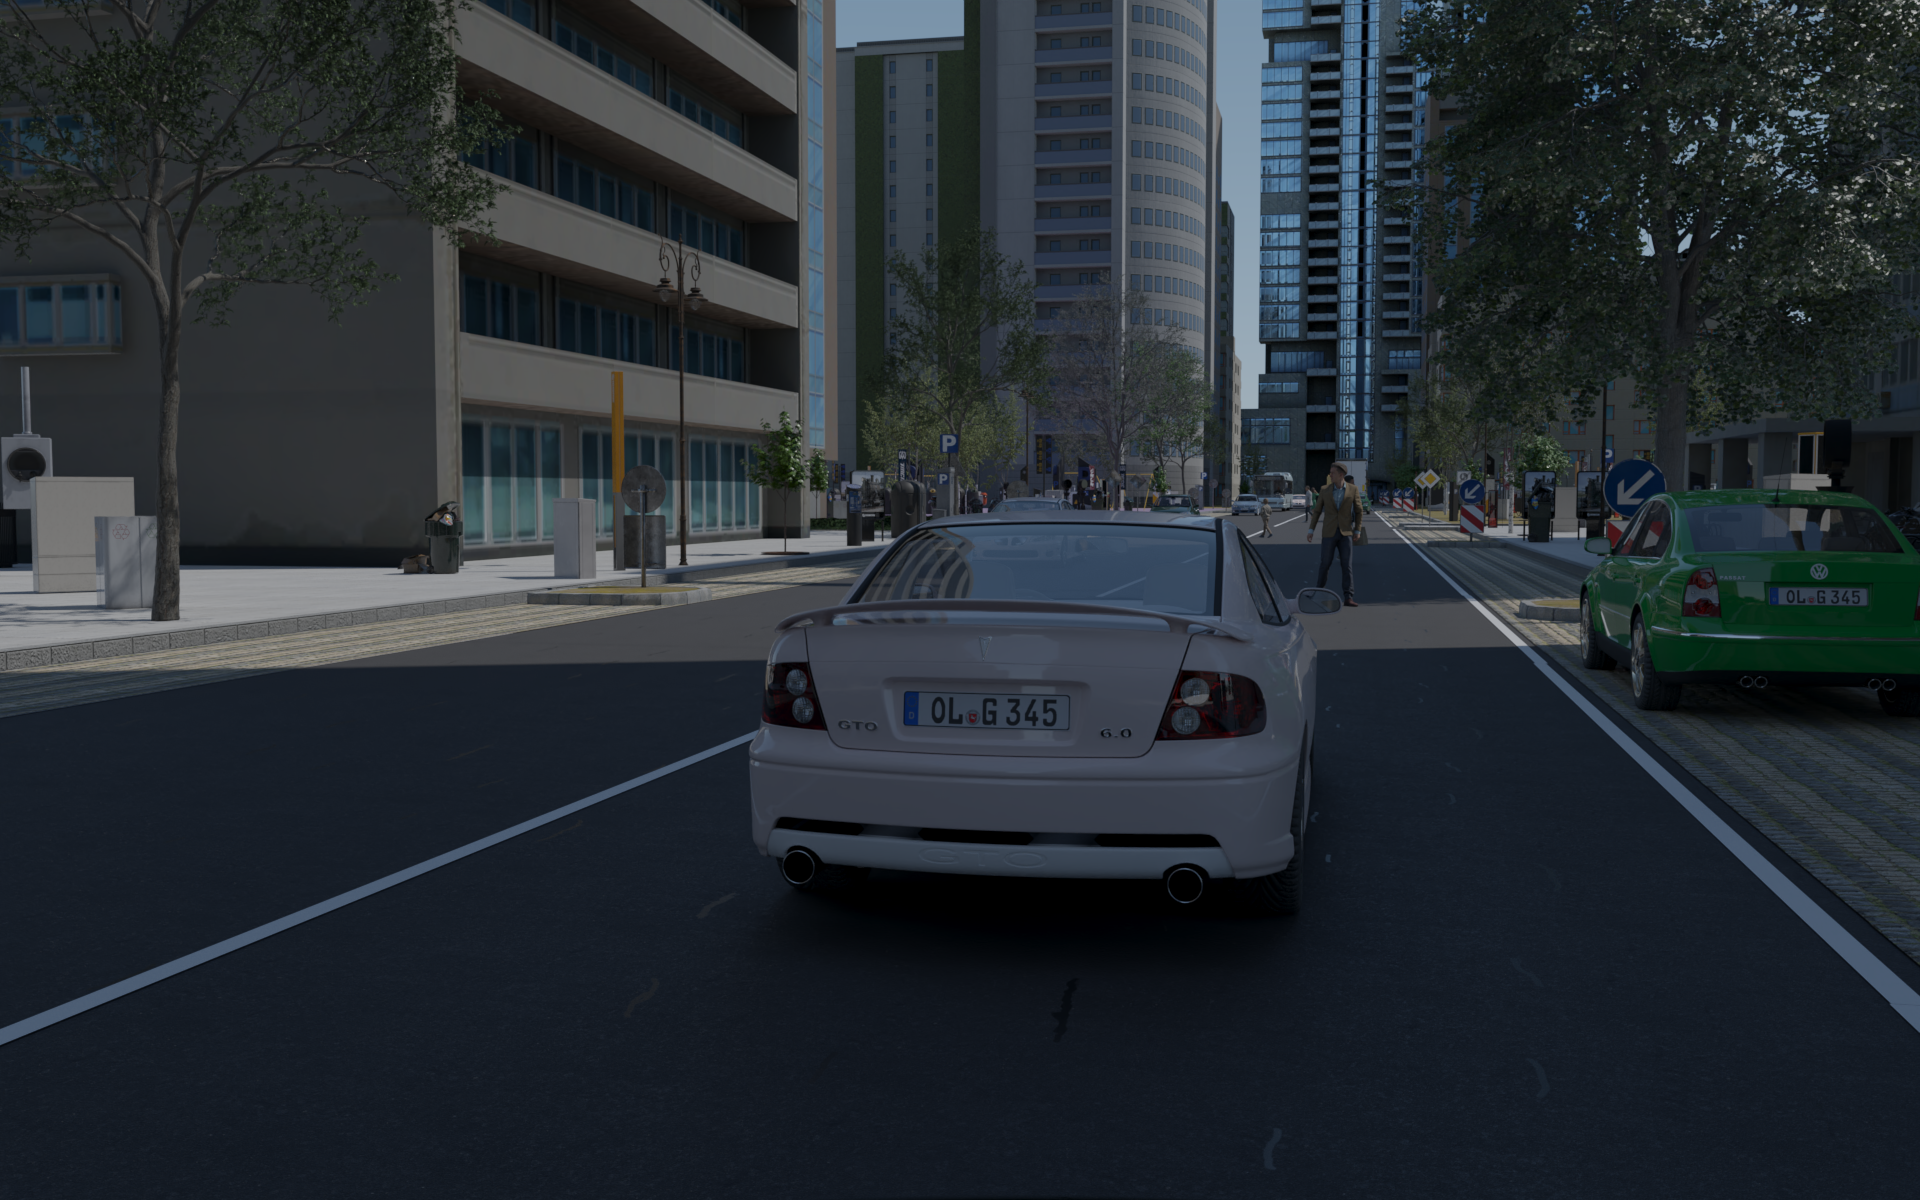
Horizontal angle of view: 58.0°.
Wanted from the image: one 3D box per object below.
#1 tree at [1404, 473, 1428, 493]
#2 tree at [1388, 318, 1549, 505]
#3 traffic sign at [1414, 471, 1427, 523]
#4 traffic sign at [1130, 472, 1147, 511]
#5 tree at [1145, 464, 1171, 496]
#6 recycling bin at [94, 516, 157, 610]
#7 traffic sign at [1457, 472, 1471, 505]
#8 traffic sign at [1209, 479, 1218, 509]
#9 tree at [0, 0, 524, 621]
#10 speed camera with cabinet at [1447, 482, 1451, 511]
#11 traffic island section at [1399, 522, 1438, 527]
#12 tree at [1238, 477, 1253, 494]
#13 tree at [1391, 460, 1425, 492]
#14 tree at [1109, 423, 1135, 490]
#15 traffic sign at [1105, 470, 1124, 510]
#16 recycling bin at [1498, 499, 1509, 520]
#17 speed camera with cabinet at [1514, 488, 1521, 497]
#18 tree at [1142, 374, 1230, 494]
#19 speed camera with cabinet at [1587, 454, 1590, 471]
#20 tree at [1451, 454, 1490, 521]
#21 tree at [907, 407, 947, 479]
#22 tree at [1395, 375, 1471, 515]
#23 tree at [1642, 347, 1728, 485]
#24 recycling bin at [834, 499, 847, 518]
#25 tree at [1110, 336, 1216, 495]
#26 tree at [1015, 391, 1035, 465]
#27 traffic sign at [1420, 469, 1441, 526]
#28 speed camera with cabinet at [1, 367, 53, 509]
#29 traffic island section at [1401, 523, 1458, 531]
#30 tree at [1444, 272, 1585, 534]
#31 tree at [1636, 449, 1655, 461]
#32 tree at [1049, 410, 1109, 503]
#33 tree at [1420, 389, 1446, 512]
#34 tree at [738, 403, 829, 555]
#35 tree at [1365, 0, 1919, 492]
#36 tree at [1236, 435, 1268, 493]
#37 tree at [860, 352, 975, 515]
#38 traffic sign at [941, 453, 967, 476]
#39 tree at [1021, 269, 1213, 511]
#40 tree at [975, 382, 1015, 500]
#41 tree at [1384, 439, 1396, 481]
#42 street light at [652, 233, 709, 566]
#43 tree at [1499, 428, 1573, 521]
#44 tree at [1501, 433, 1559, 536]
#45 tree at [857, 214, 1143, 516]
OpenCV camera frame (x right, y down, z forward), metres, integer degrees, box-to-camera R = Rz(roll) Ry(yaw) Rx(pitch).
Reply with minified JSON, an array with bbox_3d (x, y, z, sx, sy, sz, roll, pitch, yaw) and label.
[{"bbox_3d":[41.445,-9.951,157.299,1.663,3.219,1.824,0,3,0],"label":"tree"},{"bbox_3d":[27.134,-9.675,92.604,8.767,10.594,7.601,1,4,17],"label":"tree"},{"bbox_3d":[20.410,-4.452,76.440,0.795,2.450,0.064,1,4,13],"label":"traffic sign"},{"bbox_3d":[8.135,-4.625,79.254,0.795,2.450,0.064,1,4,13],"label":"traffic sign"},{"bbox_3d":[12.678,-6.987,108.843,1.663,3.219,1.824,0,3,0],"label":"tree"},{"bbox_3d":[-9.366,-0.434,19.658,0.722,1.027,0.722,-2,4,-34],"label":"recycling bin"},{"bbox_3d":[22.543,-4.612,77.532,0.606,2.300,0.079,1,4,16],"label":"traffic sign"},{"bbox_3d":[21.574,-9.017,147.537,0.768,2.556,0.104,1,4,13],"label":"traffic sign"},{"bbox_3d":[-7.829,-5.083,17.521,8.767,10.594,7.601,3,5,41],"label":"tree"},{"bbox_3d":[37.427,-8.499,133.289,0.660,3.252,2.038,2,4,23],"label":"speed camera with cabinet"},{"bbox_3d":[20.435,-3.317,76.512,2.009,0.180,2.903,1,4,13],"label":"traffic island section"},{"bbox_3d":[33.146,-12.670,201.751,1.663,3.219,1.824,0,3,0],"label":"tree"},{"bbox_3d":[43.225,-11.199,166.815,4.285,4.588,4.351,0,3,0],"label":"tree"},{"bbox_3d":[12.610,-12.090,148.041,4.360,8.622,3.978,0,3,0],"label":"tree"},{"bbox_3d":[6.357,-4.148,71.469,0.795,2.450,0.064,1,4,13],"label":"traffic sign"},{"bbox_3d":[27.159,-4.534,86.692,0.722,1.027,0.722,3,5,40],"label":"recycling bin"},{"bbox_3d":[42.553,-8.275,129.632,2.038,3.252,0.660,2,4,32],"label":"speed camera with cabinet"},{"bbox_3d":[15.701,-11.532,122.967,7.601,10.594,8.767,1,4,17],"label":"tree"},{"bbox_3d":[31.204,-5.562,85.270,0.660,3.252,2.038,1,4,13],"label":"speed camera with cabinet"},{"bbox_3d":[24.381,-5.402,82.921,1.663,3.219,1.824,0,3,0],"label":"tree"},{"bbox_3d":[-1.881,-11.689,141.471,4.360,8.622,3.978,0,3,0],"label":"tree"},{"bbox_3d":[29.722,-9.559,106.654,4.737,8.622,4.395,0,3,0],"label":"tree"},{"bbox_3d":[35.470,-8.191,84.289,4.737,8.622,4.395,0,3,0],"label":"tree"},{"bbox_3d":[-4.188,-3.145,63.967,0.722,1.027,0.722,2,4,32],"label":"recycling bin"},{"bbox_3d":[13.380,-11.568,114.888,9.928,11.665,9.643,0,3,0],"label":"tree"},{"bbox_3d":[2.908,-9.976,113.475,4.737,8.622,4.395,0,3,0],"label":"tree"},{"bbox_3d":[18.632,-3.976,68.655,0.795,2.450,0.064,1,4,13],"label":"traffic sign"},{"bbox_3d":[-15.080,-1.971,26.566,2.038,3.252,0.660,-2,4,-25],"label":"speed camera with cabinet"},{"bbox_3d":[18.657,-2.841,68.727,2.009,0.180,2.903,1,4,13],"label":"traffic island section"},{"bbox_3d":[18.162,-6.465,56.069,4.360,8.622,3.978,0,3,0],"label":"tree"},{"bbox_3d":[48.016,-8.316,119.682,4.285,4.588,4.351,0,3,0],"label":"tree"},{"bbox_3d":[9.111,-11.680,141.338,4.360,8.622,3.978,0,3,0],"label":"tree"},{"bbox_3d":[33.956,-10.398,120.369,4.360,8.622,3.978,0,3,0],"label":"tree"},{"bbox_3d":[-3.634,-2.580,36.779,1.663,3.219,1.824,0,3,0],"label":"tree"},{"bbox_3d":[11.495,-7.392,27.522,9.857,13.997,8.962,0,3,0],"label":"tree"},{"bbox_3d":[35.550,-15.898,210.300,4.737,8.622,4.395,0,3,0],"label":"tree"},{"bbox_3d":[-2.518,-8.417,87.979,4.737,8.622,4.395,0,3,0],"label":"tree"},{"bbox_3d":[-0.237,-3.135,51.266,0.884,2.594,0.081,1,4,13],"label":"traffic sign"},{"bbox_3d":[8.481,-11.238,94.107,12.009,13.543,11.850,0,3,0],"label":"tree"},{"bbox_3d":[0.144,-9.470,105.194,4.737,8.622,4.395,0,3,0],"label":"tree"},{"bbox_3d":[56.894,-16.750,224.224,4.737,8.622,4.395,0,3,0],"label":"tree"},{"bbox_3d":[-4.972,-3.557,30.952,0.468,5.910,1.993,1,4,13],"label":"street light"},{"bbox_3d":[27.812,-6.109,83.597,4.285,4.588,4.351,0,3,0],"label":"tree"},{"bbox_3d":[17.588,-3.564,52.868,1.663,3.219,1.824,0,3,0],"label":"tree"},{"bbox_3d":[0.113,-7.497,56.988,7.601,10.594,8.767,-3,4,-36],"label":"tree"}]
